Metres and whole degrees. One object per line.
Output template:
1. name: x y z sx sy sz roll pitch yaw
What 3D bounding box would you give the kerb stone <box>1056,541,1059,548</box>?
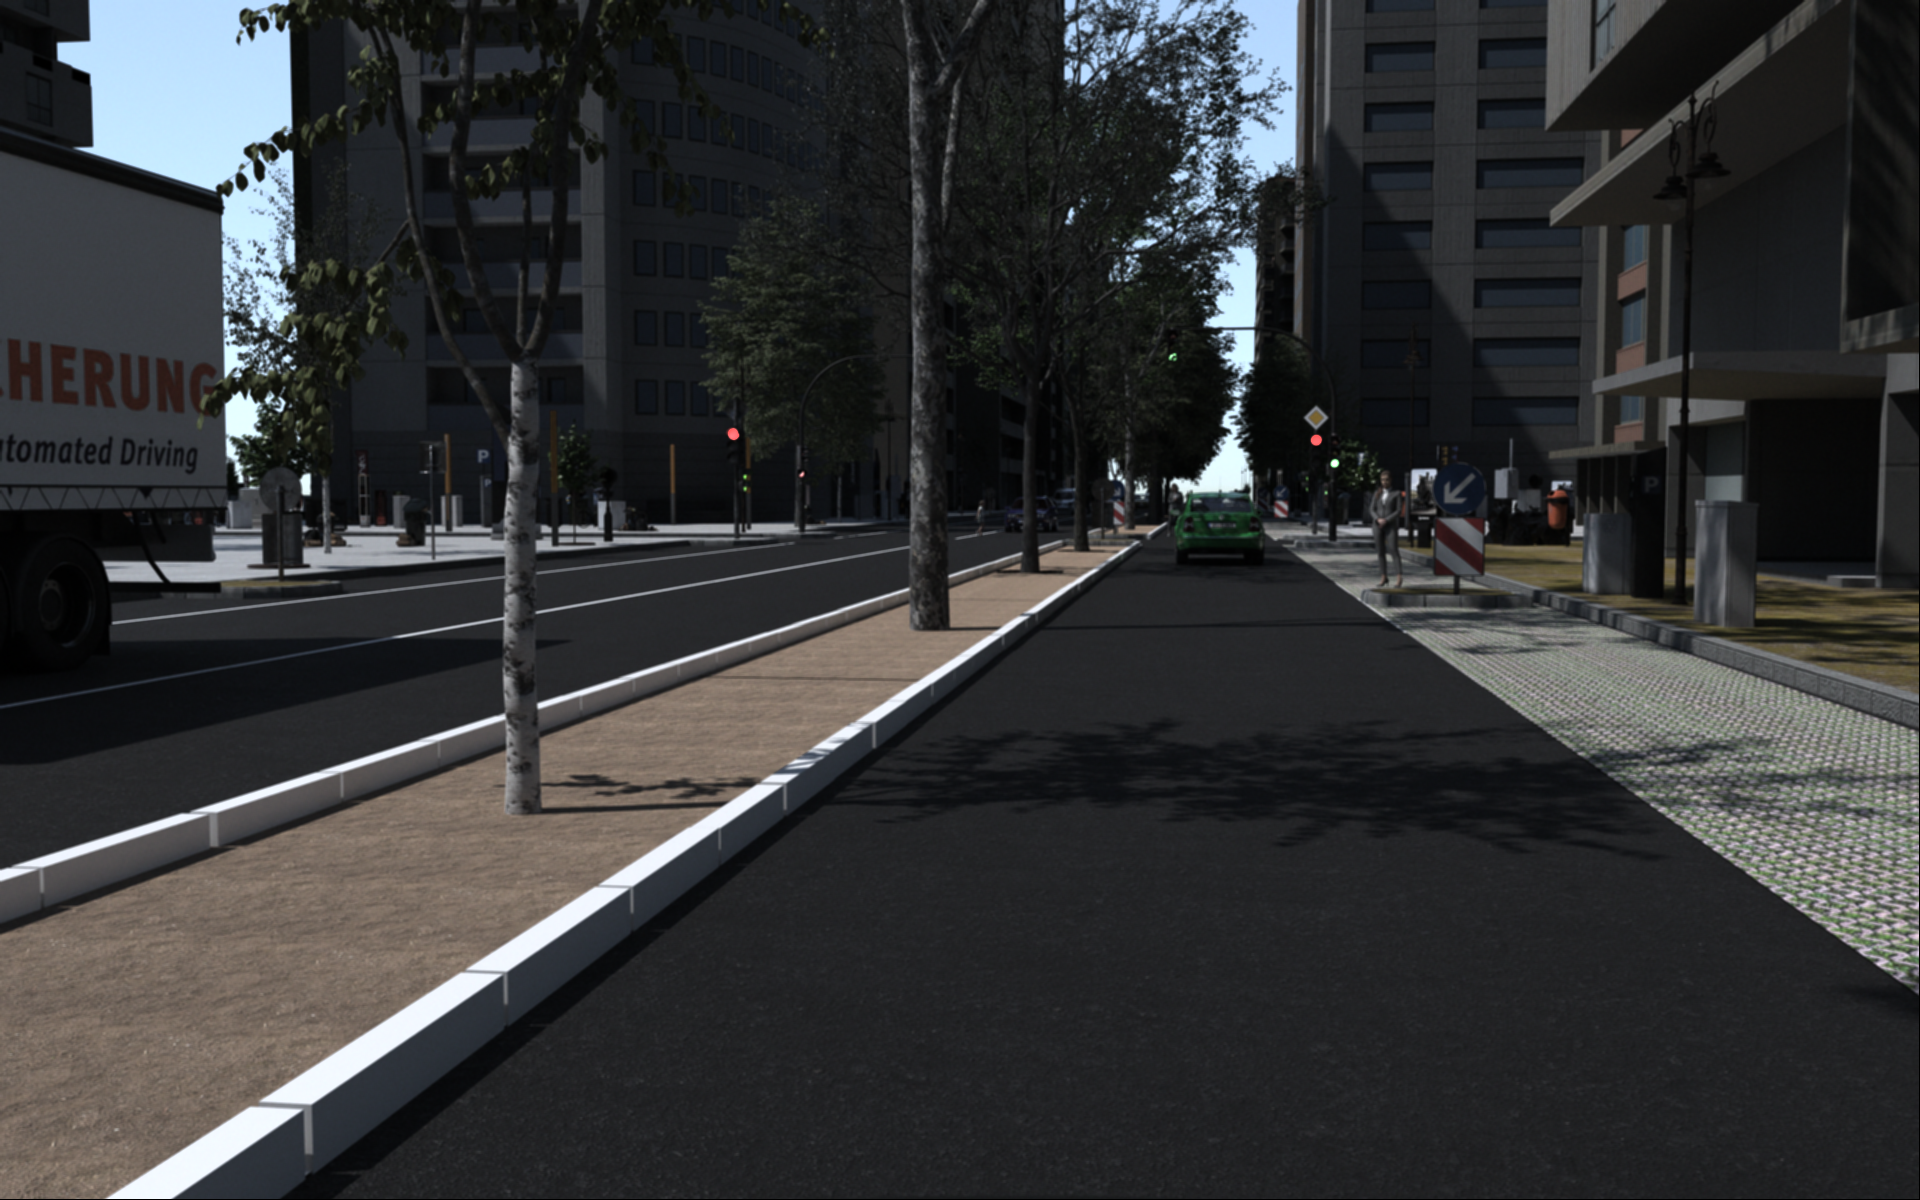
1. kerb stone: 2.416 -1.389 45.030 0.120 0.150 1.000 1 4 8

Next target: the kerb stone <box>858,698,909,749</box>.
1. kerb stone: -0.463 0.731 10.237 0.120 0.150 1.000 1 4 8

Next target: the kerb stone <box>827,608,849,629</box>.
1. kerb stone: -1.383 0.224 18.637 0.120 0.150 1.000 1 4 8

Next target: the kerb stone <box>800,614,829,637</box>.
1. kerb stone: -1.529 0.283 17.624 0.120 0.150 1.000 1 4 8

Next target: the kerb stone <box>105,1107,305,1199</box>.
1. kerb stone: -1.498 1.166 3.129 0.120 0.150 1.000 1 4 8

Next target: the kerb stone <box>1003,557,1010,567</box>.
1. kerb stone: 0.821 -0.714 33.872 0.120 0.150 1.000 1 4 8

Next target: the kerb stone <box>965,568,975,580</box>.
1. kerb stone: 0.083 -0.404 28.796 0.120 0.150 1.000 1 4 8

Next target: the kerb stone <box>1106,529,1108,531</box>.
1. kerb stone: 5.427 -2.668 65.819 0.120 0.150 1.000 1 4 8

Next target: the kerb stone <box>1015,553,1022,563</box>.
1. kerb stone: 1.111 -0.839 35.905 0.120 0.150 1.000 1 4 8

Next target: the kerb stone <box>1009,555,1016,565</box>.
1. kerb stone: 0.956 -0.776 34.885 0.120 0.150 1.000 1 4 8

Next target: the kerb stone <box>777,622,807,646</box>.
1. kerb stone: -1.669 0.348 16.611 0.120 0.150 1.000 1 4 8

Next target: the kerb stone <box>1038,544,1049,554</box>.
1. kerb stone: 1.989 -1.210 41.979 0.120 0.150 1.000 1 4 8

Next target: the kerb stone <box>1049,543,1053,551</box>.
1. kerb stone: 2.134 -1.273 43.004 0.120 0.150 1.000 1 4 8

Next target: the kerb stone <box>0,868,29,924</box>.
1. kerb stone: -3.280 1.025 5.444 0.120 0.150 1.000 1 4 8

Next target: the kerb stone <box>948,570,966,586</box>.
1. kerb stone: -0.066 -0.337 27.776 0.120 0.150 1.000 1 4 8

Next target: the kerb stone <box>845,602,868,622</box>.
1. kerb stone: -1.235 0.155 19.655 0.120 0.150 1.000 1 4 8

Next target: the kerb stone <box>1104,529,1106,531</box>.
1. kerb stone: 5.279 -2.600 64.797 0.120 0.150 1.000 1 4 8

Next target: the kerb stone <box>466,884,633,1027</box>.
1. kerb stone: -1.204 1.042 5.157 0.120 0.150 1.000 1 4 8

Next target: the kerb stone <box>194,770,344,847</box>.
1. kerb stone: -2.979 0.900 7.482 0.120 0.150 1.000 1 4 8

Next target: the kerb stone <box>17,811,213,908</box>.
1. kerb stone: -3.137 0.963 6.456 0.120 0.150 1.000 1 4 8

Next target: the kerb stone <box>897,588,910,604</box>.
1. kerb stone: -0.789 -0.031 22.701 0.120 0.150 1.000 1 4 8

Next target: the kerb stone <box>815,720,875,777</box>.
1. kerb stone: -0.620 0.794 9.212 0.120 0.150 1.000 1 4 8

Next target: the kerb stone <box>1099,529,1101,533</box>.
1. kerb stone: 4.834 -2.420 61.760 0.120 0.150 1.000 1 4 8

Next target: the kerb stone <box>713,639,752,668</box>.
1. kerb stone: -1.962 0.466 14.587 0.120 0.150 1.000 1 4 8

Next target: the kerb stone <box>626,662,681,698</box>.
1. kerb stone: -2.254 0.589 12.564 0.120 0.150 1.000 1 4 8

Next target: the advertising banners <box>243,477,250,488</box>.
1. advertising banners: -53.935 -8.356 132.810 2.074 3.025 0.090 -2 4 -32

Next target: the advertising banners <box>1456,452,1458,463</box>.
1. advertising banners: 20.628 -4.651 72.229 0.090 3.025 2.074 1 4 11

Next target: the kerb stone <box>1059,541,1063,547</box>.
1. kerb stone: 2.569 -1.459 46.048 0.120 0.150 1.000 1 4 8

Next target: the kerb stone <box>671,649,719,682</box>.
1. kerb stone: -2.108 0.527 13.575 0.120 0.150 1.000 1 4 8

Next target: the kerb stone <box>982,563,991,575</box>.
1. kerb stone: 0.384 -0.527 30.828 0.120 0.150 1.000 1 4 8

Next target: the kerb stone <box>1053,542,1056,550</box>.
1. kerb stone: 2.282 -1.334 44.016 0.120 0.150 1.000 1 4 8

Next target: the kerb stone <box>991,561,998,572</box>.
1. kerb stone: 0.527 -0.590 31.849 0.120 0.150 1.000 1 4 8

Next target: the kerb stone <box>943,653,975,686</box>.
1. kerb stone: -0.028 0.550 13.273 0.120 0.150 1.000 1 4 8

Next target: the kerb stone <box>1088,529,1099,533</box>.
1. kerb stone: 4.687 -2.357 60.740 0.120 0.150 1.000 1 4 8

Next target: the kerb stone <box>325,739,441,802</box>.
1. kerb stone: -2.837 0.839 8.503 0.120 0.150 1.000 1 4 8

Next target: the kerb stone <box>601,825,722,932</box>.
1. kerb stone: -1.057 0.980 6.169 0.120 0.150 1.000 1 4 8

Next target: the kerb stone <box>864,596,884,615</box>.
1. kerb stone: -1.091 0.093 20.672 0.120 0.150 1.000 1 4 8

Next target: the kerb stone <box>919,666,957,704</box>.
1. kerb stone: -0.173 0.609 12.261 0.120 0.150 1.000 1 4 8

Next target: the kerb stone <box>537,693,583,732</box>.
1. kerb stone: -2.547 0.714 10.537 0.120 0.150 1.000 1 4 8

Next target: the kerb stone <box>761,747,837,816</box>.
1. kerb stone: -0.759 0.856 8.199 0.120 0.150 1.000 1 4 8

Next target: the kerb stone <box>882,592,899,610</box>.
1. kerb stone: -0.939 0.031 21.690 0.120 0.150 1.000 1 4 8

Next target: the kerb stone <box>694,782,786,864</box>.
1. kerb stone: -0.911 0.923 7.181 0.120 0.150 1.000 1 4 8

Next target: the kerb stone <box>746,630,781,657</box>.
1. kerb stone: -1.815 0.407 15.599 0.120 0.150 1.000 1 4 8

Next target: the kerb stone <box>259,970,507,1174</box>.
1. kerb stone: -1.350 1.104 4.145 0.120 0.150 1.000 1 4 8

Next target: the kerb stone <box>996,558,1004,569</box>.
1. kerb stone: 0.674 -0.647 32.861 0.120 0.150 1.000 1 4 8

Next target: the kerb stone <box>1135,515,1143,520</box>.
1. kerb stone: 10.251 -4.719 99.348 0.120 0.150 1.000 1 4 8

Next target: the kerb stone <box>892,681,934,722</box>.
1. kerb stone: -0.322 0.669 11.249 0.120 0.150 1.000 1 4 8

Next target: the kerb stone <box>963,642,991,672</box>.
1. kerb stone: 0.116 0.487 14.285 0.120 0.150 1.000 1 4 8

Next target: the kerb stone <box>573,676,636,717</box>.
1. kerb stone: -2.400 0.654 11.550 0.120 0.150 1.000 1 4 8

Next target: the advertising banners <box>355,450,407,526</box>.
1. advertising banners: -23.091 -4.458 69.072 2.074 3.025 0.090 -3 5 -41

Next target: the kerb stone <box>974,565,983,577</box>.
1. kerb stone: 0.229 -0.463 29.807 0.120 0.150 1.000 1 4 8

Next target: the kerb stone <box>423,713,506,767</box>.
1. kerb stone: -2.696 0.776 9.515 0.120 0.150 1.000 1 4 8
